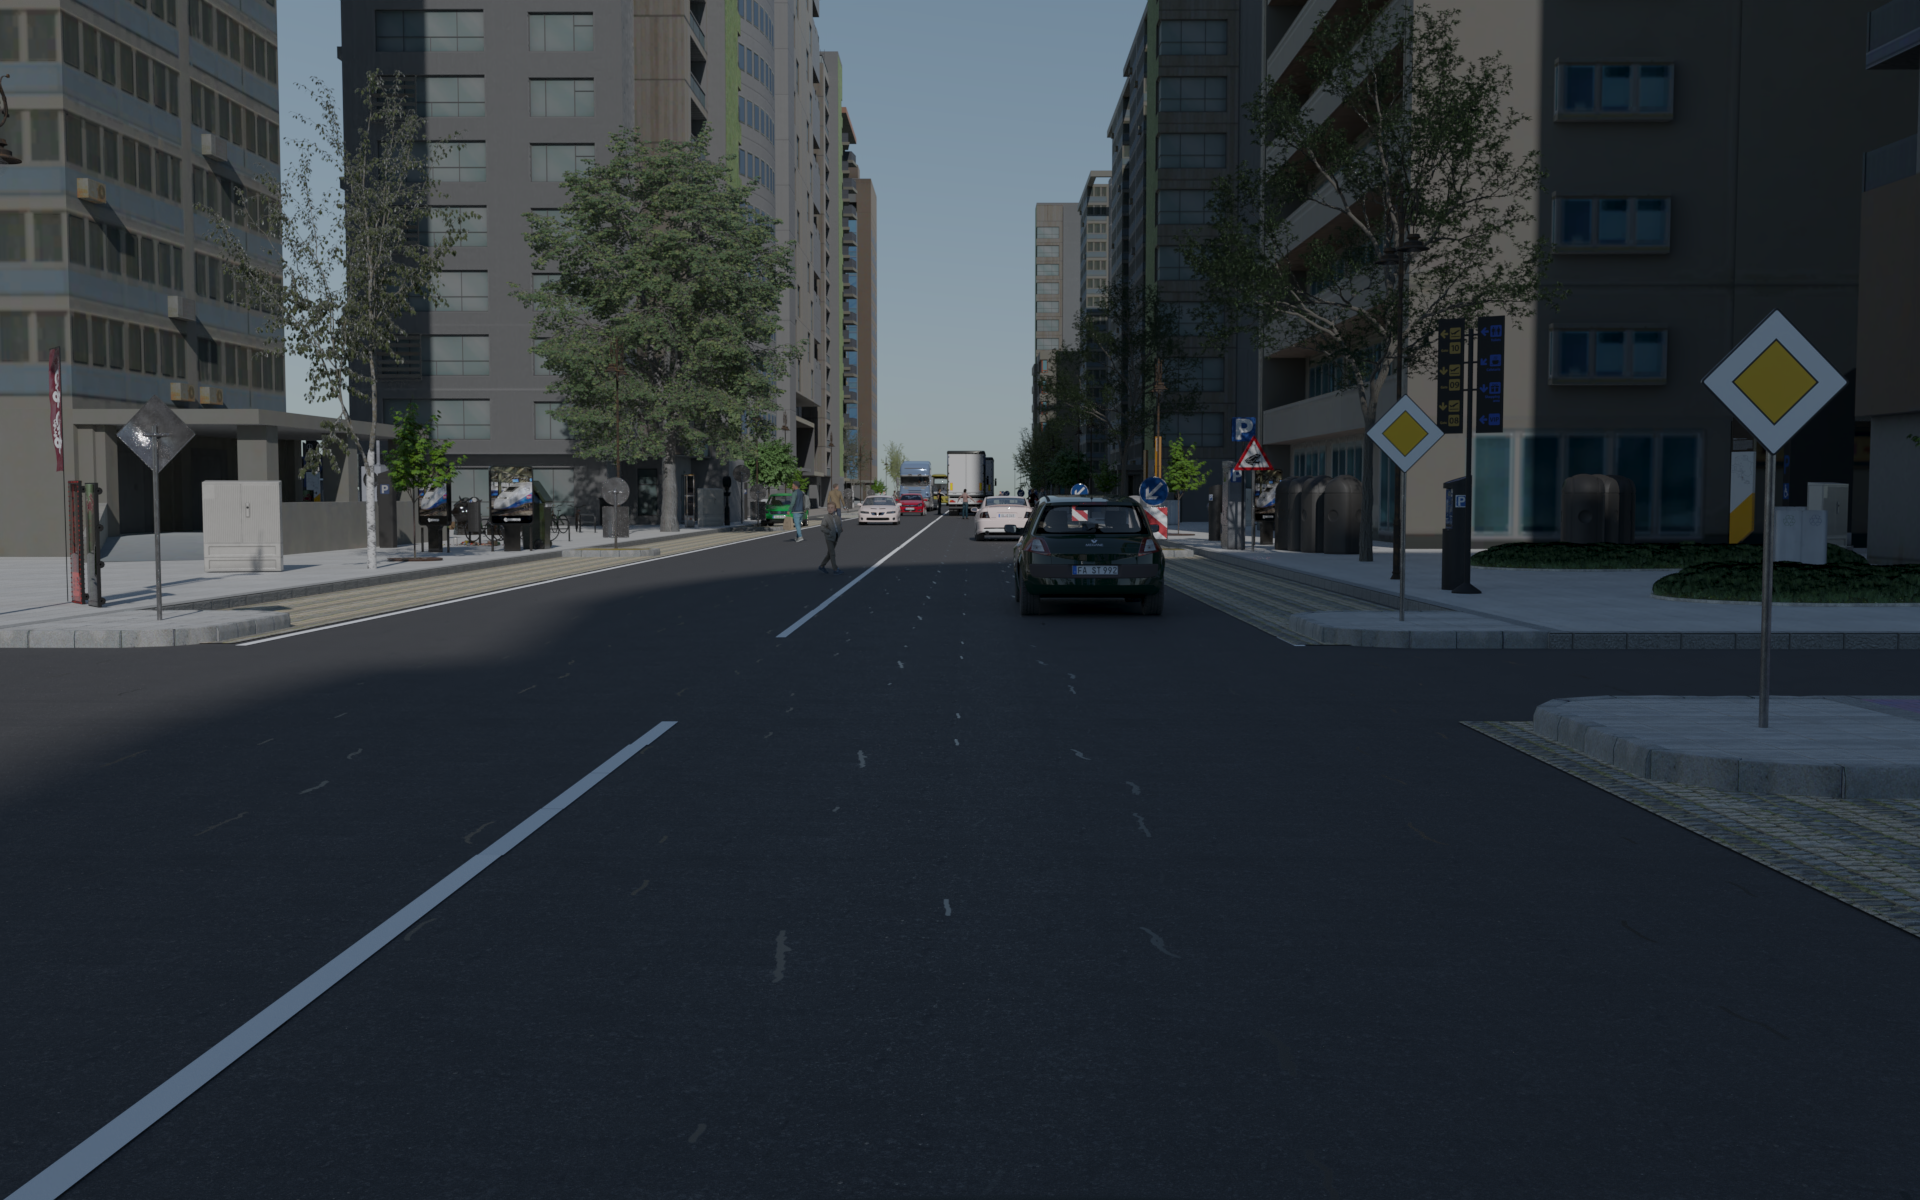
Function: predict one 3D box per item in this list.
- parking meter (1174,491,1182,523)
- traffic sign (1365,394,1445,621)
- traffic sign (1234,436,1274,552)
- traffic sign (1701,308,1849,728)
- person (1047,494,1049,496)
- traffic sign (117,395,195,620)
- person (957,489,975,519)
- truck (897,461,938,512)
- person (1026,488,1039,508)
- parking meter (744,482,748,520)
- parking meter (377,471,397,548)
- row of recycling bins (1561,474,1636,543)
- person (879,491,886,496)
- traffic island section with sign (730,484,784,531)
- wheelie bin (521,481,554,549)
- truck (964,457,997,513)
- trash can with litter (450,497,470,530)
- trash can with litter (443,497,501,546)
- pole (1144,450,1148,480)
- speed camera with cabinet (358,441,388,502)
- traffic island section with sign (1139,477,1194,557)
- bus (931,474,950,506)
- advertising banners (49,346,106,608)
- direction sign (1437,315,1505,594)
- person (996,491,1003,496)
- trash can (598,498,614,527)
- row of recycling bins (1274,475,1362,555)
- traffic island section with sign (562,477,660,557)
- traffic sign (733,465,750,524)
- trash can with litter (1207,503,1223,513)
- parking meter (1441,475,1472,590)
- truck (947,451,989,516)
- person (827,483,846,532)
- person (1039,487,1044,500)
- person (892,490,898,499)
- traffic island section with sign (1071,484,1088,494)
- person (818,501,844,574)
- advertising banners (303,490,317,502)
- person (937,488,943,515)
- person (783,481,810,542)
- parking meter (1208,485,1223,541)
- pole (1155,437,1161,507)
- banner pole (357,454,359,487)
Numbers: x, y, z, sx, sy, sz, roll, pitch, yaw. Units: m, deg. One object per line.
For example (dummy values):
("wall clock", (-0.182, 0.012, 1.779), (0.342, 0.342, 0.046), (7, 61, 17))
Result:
("parking meter", (9.819, -4.419, 77.961), (0.255, 1.863, 0.399), (2, 4, 34))
("traffic sign", (4.462, -0.844, 17.440), (0.795, 2.450, 0.064), (0, 4, 0))
("traffic sign", (6.530, -2.358, 38.560), (0.884, 2.594, 0.081), (0, 4, 1))
("traffic sign", (4.412, -0.355, 9.455), (0.795, 2.450, 0.064), (0, 4, 0))
("person", (9.005, -9.986, 174.986), (0.599, 1.433, 0.991), (-3, 5, -42))
("traffic sign", (-8.131, -0.850, 17.540), (0.795, 2.450, 0.064), (0, 4, 0))
("person", (0.342, -5.482, 98.848), (1.217, 1.736, 0.721), (2, 4, 33))
("truck", (-3.368, -9.623, 147.092), (2.967, 4.110, 18.799), (0, 4, 2))
("person", (3.933, -5.272, 95.218), (1.217, 1.766, 0.721), (-3, 5, -40))
("parking meter", (-10.738, -4.896, 85.754), (0.399, 1.863, 0.255), (-3, 5, -40))
("parking meter", (-13.637, -2.172, 41.218), (0.399, 1.863, 0.255), (0, 4, 7))
("row of recycling bins", (13.585, -1.809, 36.695), (1.069, 1.692, 3.534), (2, 4, 34))
("person", (-7.446, -9.619, 166.580), (0.742, 1.727, 0.445), (1, 4, 16))
("traffic island section with sign", (-7.851, -3.598, 67.461), (1.989, 1.847, 2.006), (0, 4, 0))
("wheelie bin", (-9.893, -1.982, 40.309), (0.693, 1.594, 0.980), (0, 4, 4))
("truck", (1.440, -9.031, 136.565), (2.839, 4.237, 11.283), (0, 4, 2))
("trash can with litter", (-18.046, -3.097, 62.025), (1.055, 1.170, 0.624), (1, 4, 19))
("trash can with litter", (-11.959, -1.955, 43.027), (1.678, 1.210, 2.233), (-3, 5, -45))
("pole", (8.622, -5.293, 80.380), (0.158, 3.312, 0.155), (0, 3, 0))
("speed camera with cabinet", (-19.121, -3.699, 54.821), (2.038, 3.252, 0.660), (1, 4, 12))
("traffic island section with sign", (4.305, -1.927, 40.135), (1.989, 1.847, 2.006), (0, 4, 0))
("bus", (-2.363, -13.449, 211.435), (2.896, 3.916, 12.252), (0, 4, 2))
("advertising banners", (-10.300, -1.466, 20.158), (0.090, 3.025, 2.074), (-3, 5, -40))
("direction sign", (6.550, -1.853, 22.291), (0.876, 3.537, 0.379), (3, 5, 39))
("person", (4.339, -11.013, 189.095), (0.617, 1.759, 0.750), (3, 5, 43))
("trash can", (-13.786, -3.430, 67.741), (0.748, 1.137, 0.748), (0, 3, 0))
("row of recycling bins", (7.903, -1.909, 38.332), (1.069, 1.692, 3.534), (-1, 4, -12))
("traffic island section with sign", (-8.017, -1.924, 40.088), (1.989, 1.847, 2.006), (0, 4, 0))
("traffic sign", (-9.475, -4.590, 75.160), (0.768, 2.556, 0.104), (0, 4, 1))
("trash can with litter", (9.571, -3.173, 63.271), (1.055, 1.170, 0.624), (0, 4, -1))
("parking meter", (6.647, -0.903, 23.174), (0.372, 1.533, 0.369), (0, 3, 0))
("truck", (0.510, -7.852, 117.296), (2.839, 4.237, 11.283), (0, 4, 1))
("person", (-4.683, -3.511, 65.816), (0.656, 1.842, 0.836), (-2, 4, -32))
("person", (4.387, -5.031, 90.963), (0.583, 1.804, 0.606), (1, 4, 9))
("person", (-7.033, -10.913, 186.923), (0.705, 1.824, 1.348), (-2, 4, -27))
("traffic island section with sign", (4.479, -3.576, 67.090), (1.989, 1.847, 2.006), (0, 4, 0))
("person", (-2.298, -1.120, 31.078), (0.640, 1.303, 0.475), (2, 4, 34))
("advertising banners", (-20.940, -3.514, 53.648), (2.074, 3.025, 0.090), (0, 4, 5))
("person", (-1.391, -6.882, 121.029), (0.705, 1.822, 1.348), (1, 4, 11))
("person", (-4.897, -2.646, 51.755), (0.794, 1.824, 0.713), (-3, 4, -37))
("parking meter", (6.999, -2.387, 47.442), (0.372, 1.533, 0.369), (0, 3, 0))
("pole", (7.030, -4.140, 61.525), (0.158, 3.312, 0.155), (0, 3, 0))
("banner pole", (-26.371, -5.253, 75.905), (0.401, 3.779, 0.863), (-3, 5, -42))
